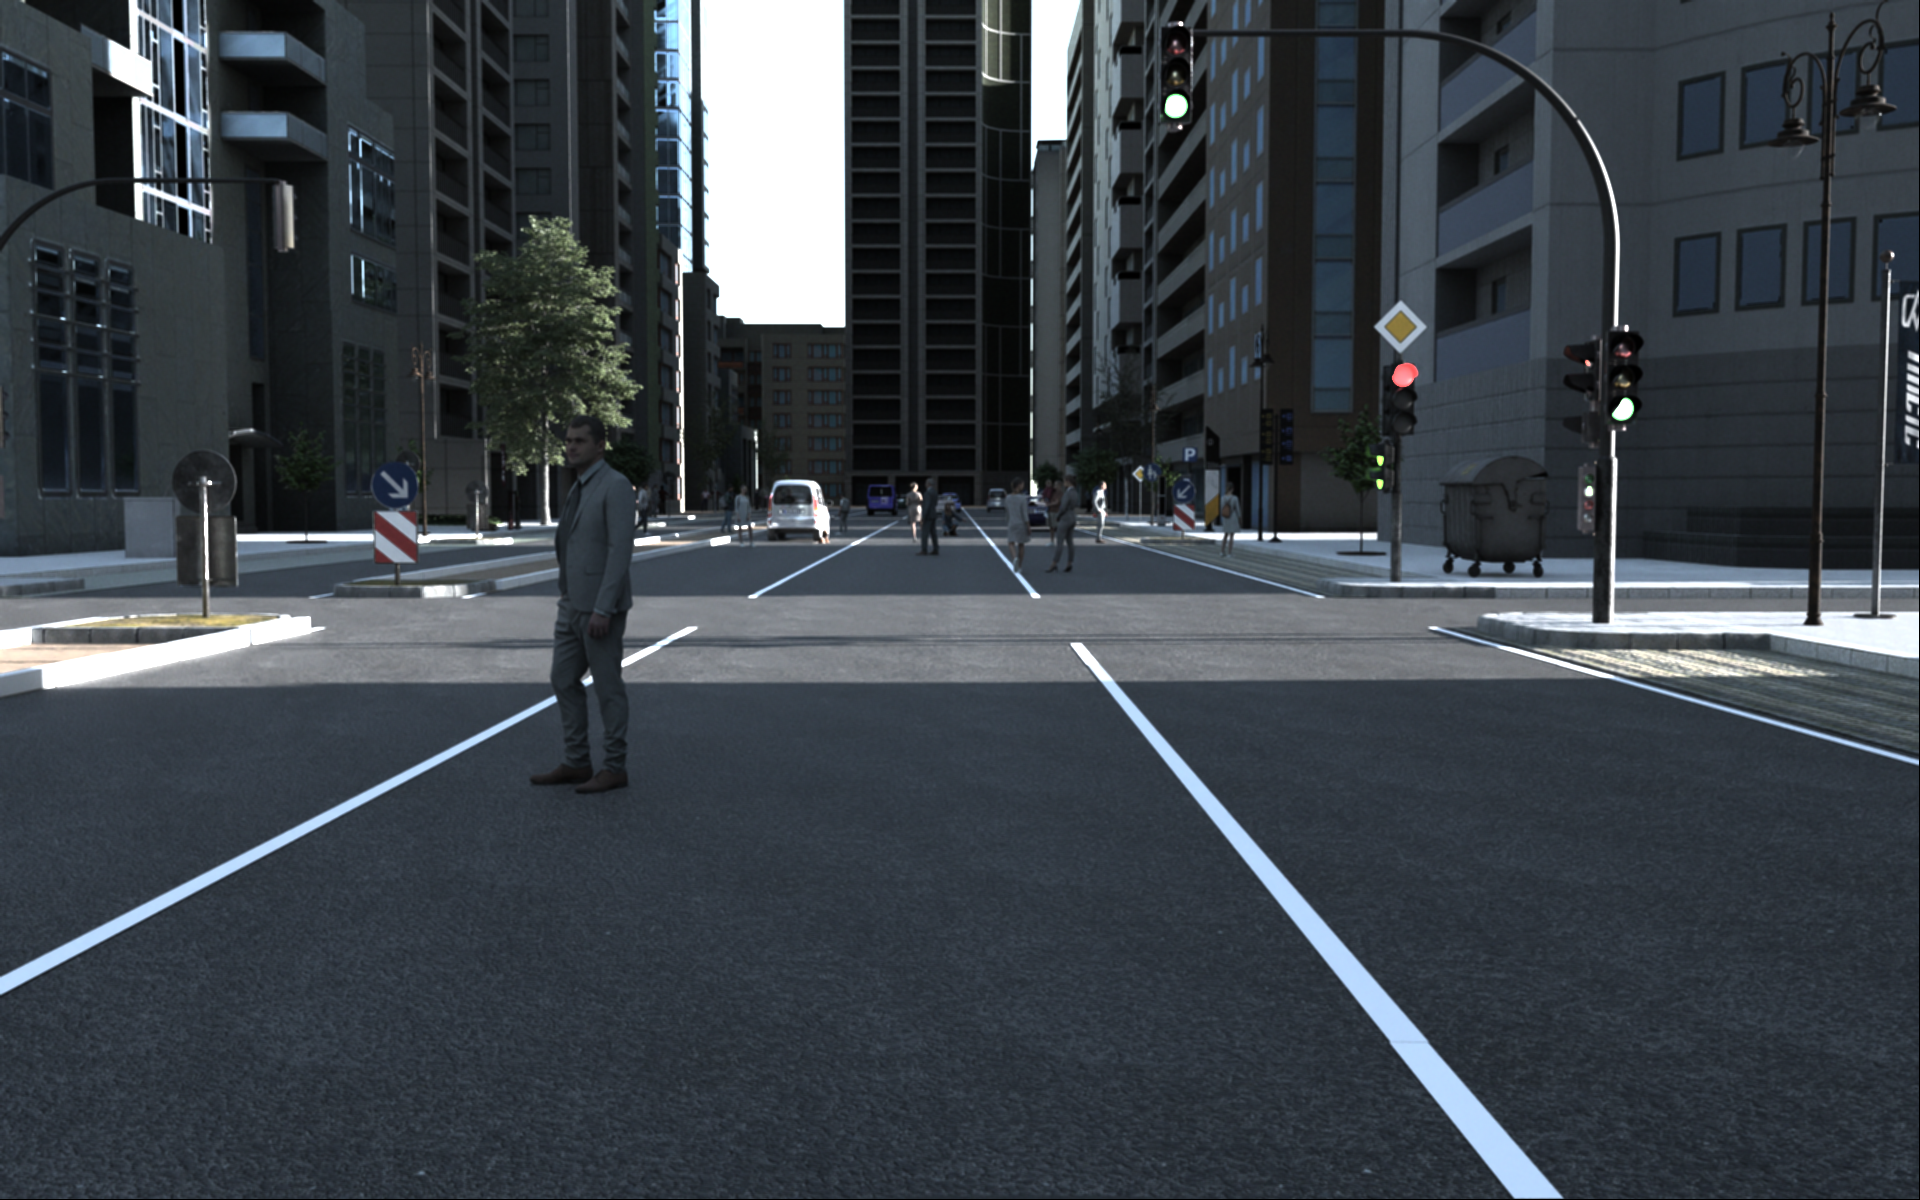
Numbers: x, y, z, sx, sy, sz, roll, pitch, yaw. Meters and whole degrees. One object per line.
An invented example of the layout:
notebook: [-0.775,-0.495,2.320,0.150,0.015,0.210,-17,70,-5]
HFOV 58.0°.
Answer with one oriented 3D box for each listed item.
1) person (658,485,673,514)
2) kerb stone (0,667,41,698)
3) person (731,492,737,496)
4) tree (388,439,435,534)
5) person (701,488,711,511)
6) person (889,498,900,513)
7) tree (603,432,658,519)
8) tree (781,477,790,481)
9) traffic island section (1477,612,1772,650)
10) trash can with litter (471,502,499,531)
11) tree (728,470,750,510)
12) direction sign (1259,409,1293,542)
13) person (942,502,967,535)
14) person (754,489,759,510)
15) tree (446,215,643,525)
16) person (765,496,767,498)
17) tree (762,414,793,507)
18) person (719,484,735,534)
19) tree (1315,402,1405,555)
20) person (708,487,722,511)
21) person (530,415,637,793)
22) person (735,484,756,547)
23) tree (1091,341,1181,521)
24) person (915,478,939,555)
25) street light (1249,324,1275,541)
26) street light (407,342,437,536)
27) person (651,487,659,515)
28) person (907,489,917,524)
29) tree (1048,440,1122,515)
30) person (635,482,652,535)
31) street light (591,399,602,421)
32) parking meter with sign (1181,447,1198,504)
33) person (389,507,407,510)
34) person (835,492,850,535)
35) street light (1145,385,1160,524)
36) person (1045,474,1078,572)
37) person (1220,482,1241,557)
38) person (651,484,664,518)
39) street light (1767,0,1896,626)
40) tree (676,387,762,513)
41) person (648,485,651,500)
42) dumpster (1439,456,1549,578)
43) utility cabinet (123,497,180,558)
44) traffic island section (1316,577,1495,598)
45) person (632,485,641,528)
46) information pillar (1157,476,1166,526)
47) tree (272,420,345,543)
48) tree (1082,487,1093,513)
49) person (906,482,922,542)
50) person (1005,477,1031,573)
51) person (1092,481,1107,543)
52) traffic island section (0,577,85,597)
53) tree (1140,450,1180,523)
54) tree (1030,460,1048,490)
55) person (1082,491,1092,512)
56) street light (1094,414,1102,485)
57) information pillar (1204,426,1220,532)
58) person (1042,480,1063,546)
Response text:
person: [-18.793,-6.323,109.389,1.348,1.831,0.705,0,4,7]
kerb stone: [-6.796,0.600,12.384,0.120,0.150,1.000,0,4,0]
person: [-19.247,-8.542,145.693,1.348,1.826,0.705,-1,4,-14]
tree: [-17.548,-3.746,55.854,1.663,3.219,1.824,0,3,0]
person: [-18.795,-7.395,127.886,0.756,1.711,0.436,1,4,10]
person: [-5.248,-7.583,132.513,1.348,1.821,0.705,0,4,3]
tree: [-17.597,-6.554,90.864,4.285,4.588,4.351,0,3,0]
tree: [-17.964,-11.211,177.898,1.663,3.219,1.824,0,3,0]
traffic island section: [6.419,0.306,17.275,2.009,0.180,2.903,0,4,0]
trash can with litter: [-16.421,-2.961,59.796,1.055,1.170,0.624,1,4,14]
tree: [-17.834,-8.840,139.129,1.663,3.219,1.824,0,3,0]
direction sign: [8.414,-3.310,46.115,0.876,3.537,0.379,0,4,3]
person: [-0.266,-2.821,60.117,1.012,1.151,0.738,-1,4,-21]
person: [-16.766,-8.293,142.431,0.445,1.727,0.742,-1,4,-12]
tree: [-16.870,-9.326,70.604,7.486,12.596,7.792,0,3,0]
person: [-19.478,-10.211,173.671,0.721,1.739,1.217,1,4,8]
tree: [-17.673,-12.888,161.081,4.737,8.622,4.395,0,3,0]
person: [-8.282,-3.252,62.010,0.721,1.781,0.623,-1,4,-22]
tree: [8.600,-2.562,36.490,1.663,3.219,1.824,0,3,0]
person: [-18.906,-7.834,134.065,1.348,1.831,0.705,0,4,-2]
person: [-1.782,0.011,8.416,0.391,1.810,0.635,-3,5,-43]
person: [-5.861,-2.285,46.867,0.512,1.701,0.522,-2,4,-35]
tree: [8.185,-8.124,83.185,4.360,8.622,3.978,0,3,0]
person: [-0.793,-1.966,40.814,0.590,1.801,0.661,1,4,21]
street light: [8.225,-4.555,47.259,0.468,5.910,1.993,0,4,0]
street light: [-16.319,-4.884,52.640,0.468,5.910,1.993,0,4,0]
person: [-19.109,-6.220,108.411,0.551,1.740,0.621,1,4,15]
person: [-2.294,-4.518,82.553,0.511,1.800,0.466,-1,4,-19]
tree: [8.217,-7.447,105.480,4.285,4.588,4.351,0,3,0]
person: [-11.071,-3.167,60.131,0.795,1.843,0.661,0,4,5]
street light: [-16.434,-6.487,78.851,0.468,5.910,1.993,0,4,0]
parking meter with sign: [8.374,-4.137,63.895,0.543,3.016,1.738,1,4,15]
person: [-14.340,-2.063,44.038,0.330,1.601,0.589,2,4,35]
person: [-4.116,-3.049,60.953,0.523,1.515,0.503,0,4,8]
street light: [8.164,-6.158,73.470,0.468,5.910,1.993,0,4,0]
person: [1.865,-1.407,31.787,0.573,1.790,0.520,1,4,10]
person: [6.078,-1.807,39.054,0.512,1.701,0.522,2,4,31]
person: [-16.483,-5.363,93.853,0.853,1.813,0.709,0,4,4]
street light: [8.365,-2.691,16.793,0.468,5.910,1.993,0,4,0]
tree: [-16.904,-10.249,117.932,4.737,8.622,4.395,0,3,0]
person: [-17.580,-5.553,97.030,0.583,1.804,0.606,1,4,12]
dumpster: [8.419,-1.317,27.297,1.264,1.857,1.865,0,4,-1]
utility cabinet: [-16.248,-1.450,34.865,1.020,1.237,0.306,0,4,1]
traffic island section: [6.375,-0.182,25.260,2.009,0.180,2.903,0,4,0]
person: [-13.822,-3.964,73.511,0.583,1.804,0.606,0,4,7]
information pillar: [8.041,-3.952,69.105,0.304,2.012,0.304,0,4,-4]
tree: [-17.312,-3.120,45.606,1.663,3.219,1.824,0,3,0]
tree: [9.004,-7.455,116.497,1.663,3.219,1.824,0,3,0]
person: [-1.296,-2.612,51.547,0.599,1.781,0.374,0,4,7]
person: [1.056,-1.349,31.310,0.466,1.731,0.760,0,4,-5]
person: [4.116,-2.584,50.841,0.391,1.810,0.635,1,4,14]
traffic island section: [-14.166,-0.176,25.152,2.009,0.180,2.903,0,4,0]
tree: [8.627,-4.985,76.104,1.663,3.219,1.824,0,3,0]
tree: [8.043,-10.919,162.232,4.285,4.588,4.351,0,3,0]
person: [9.192,-7.211,123.927,0.705,1.826,1.348,3,4,37]
street light: [7.967,-7.778,99.951,0.468,5.910,1.993,0,4,0]
information pillar: [8.631,-4.158,59.336,0.504,3.616,0.183,-1,4,-11]
person: [2.542,-2.386,47.490,0.580,1.828,0.573,0,4,2]
